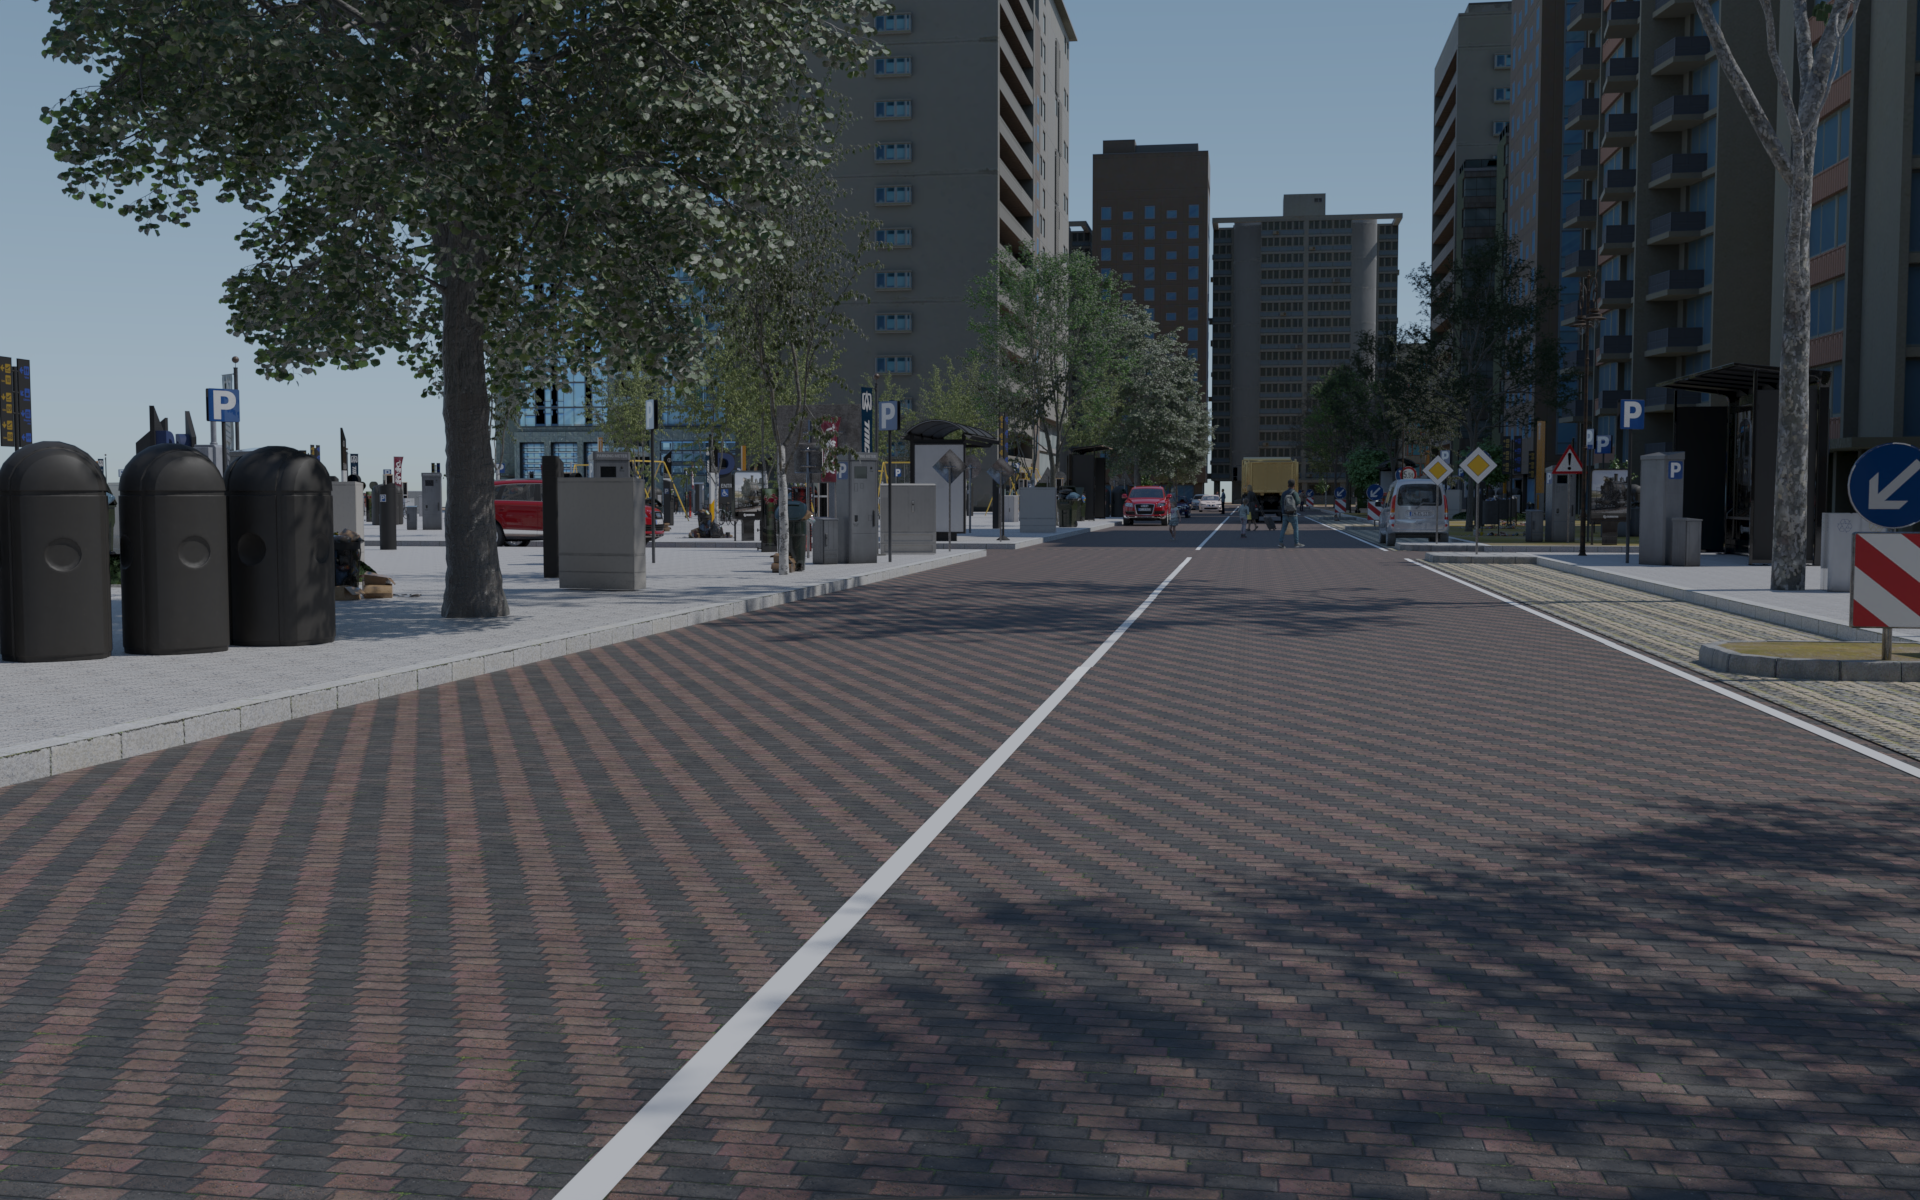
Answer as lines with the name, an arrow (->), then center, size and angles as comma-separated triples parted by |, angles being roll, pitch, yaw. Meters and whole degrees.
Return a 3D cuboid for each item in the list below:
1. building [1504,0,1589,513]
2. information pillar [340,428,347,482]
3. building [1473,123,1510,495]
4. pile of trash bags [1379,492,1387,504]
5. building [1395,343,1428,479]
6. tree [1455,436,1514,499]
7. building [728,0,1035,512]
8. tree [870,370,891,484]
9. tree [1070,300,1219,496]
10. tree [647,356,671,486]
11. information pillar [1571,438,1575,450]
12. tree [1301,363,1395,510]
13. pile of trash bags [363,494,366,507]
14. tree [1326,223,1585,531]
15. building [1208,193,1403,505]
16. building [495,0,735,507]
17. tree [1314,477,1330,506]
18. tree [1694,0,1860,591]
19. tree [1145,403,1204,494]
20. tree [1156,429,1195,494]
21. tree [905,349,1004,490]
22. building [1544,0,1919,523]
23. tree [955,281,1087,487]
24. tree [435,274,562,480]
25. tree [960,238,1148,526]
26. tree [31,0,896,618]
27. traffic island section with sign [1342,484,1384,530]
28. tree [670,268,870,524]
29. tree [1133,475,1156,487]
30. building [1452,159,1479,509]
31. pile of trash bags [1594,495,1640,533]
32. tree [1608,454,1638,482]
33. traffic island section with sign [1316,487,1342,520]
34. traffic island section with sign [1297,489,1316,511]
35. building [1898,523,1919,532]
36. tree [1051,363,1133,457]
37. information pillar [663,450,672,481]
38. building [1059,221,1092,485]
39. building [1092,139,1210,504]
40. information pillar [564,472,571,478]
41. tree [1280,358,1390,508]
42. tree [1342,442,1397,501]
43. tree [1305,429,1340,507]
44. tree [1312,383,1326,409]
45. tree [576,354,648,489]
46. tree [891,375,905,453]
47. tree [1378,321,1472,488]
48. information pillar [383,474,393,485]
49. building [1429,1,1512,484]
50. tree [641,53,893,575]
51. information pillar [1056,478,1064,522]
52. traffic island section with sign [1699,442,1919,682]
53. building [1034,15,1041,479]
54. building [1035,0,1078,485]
building -> 46.955, -28.892, 122.497 | 14.600, 45.320, 14.200 | 1, 4, 9
information pillar -> -21.786, -4.275, 61.250 | 0.183, 3.616, 0.504 | 0, 4, -6
building -> 49.208, -22.336, 136.898 | 14.160, 30.474, 14.107 | 1, 4, 9
pile of trash bags -> 23.240, -5.130, 93.620 | 1.912, 1.369, 3.447 | 1, 4, 22
building -> 70.536, -22.986, 220.868 | 28.899, 21.520, 27.650 | 1, 4, 9
tree -> 29.451, -6.928, 96.993 | 4.285, 4.588, 4.351 | 0, 3, 0
building -> -6.106, -31.215, 134.074 | 21.300, 48.544, 21.600 | 1, 4, 9
tree -> -4.855, -9.289, 102.241 | 4.737, 8.622, 4.395 | 0, 3, 0
tree -> 11.689, -12.616, 112.935 | 9.857, 13.997, 8.962 | 0, 3, 0
tree -> -9.035, -6.934, 63.735 | 4.737, 8.622, 4.395 | 0, 3, 0
information pillar -> 25.437, -4.934, 72.022 | 0.183, 3.616, 0.504 | 1, 4, 10
tree -> 30.612, -12.861, 136.025 | 9.928, 11.665, 9.643 | 0, 3, 0
pile of trash bags -> -35.773, -5.586, 101.089 | 1.912, 1.369, 3.447 | 3, 4, 38
tree -> 17.801, -7.629, 59.145 | 7.601, 10.594, 8.767 | 0, 4, -8
building -> 44.812, -32.716, 226.793 | 23.993, 40.220, 32.217 | 1, 4, 9
building -> -32.860, -53.106, 180.952 | 31.000, 86.520, 22.319 | 1, 4, 9
tree -> 39.965, -12.056, 191.719 | 1.663, 3.219, 1.824 | 0, 3, 0
tree -> 10.072, -10.262, 23.675 | 12.611, 20.169, 13.585 | 0, 3, 0
tree -> 21.163, -14.810, 176.550 | 7.601, 10.594, 8.767 | -1, 4, -12
tree -> 20.301, -13.148, 165.335 | 4.737, 8.622, 4.395 | 0, 3, 0
tree -> 0.298, -8.412, 87.899 | 4.737, 8.622, 4.395 | 0, 3, 0
building -> 47.369, -27.223, 99.715 | 22.147, 44.769, 28.867 | 1, 4, 9
tree -> 2.296, -6.685, 59.655 | 4.360, 8.622, 3.978 | 0, 3, 0
tree -> -14.239, -6.280, 53.038 | 4.360, 8.622, 3.978 | 0, 3, 0
tree -> 3.793, -8.813, 69.850 | 9.928, 11.665, 9.643 | 0, 3, 0
tree -> -5.053, -6.793, 17.726 | 9.857, 13.997, 8.962 | 0, 3, 0
traffic island section with sign -> 16.474, -3.718, 69.413 | 1.989, 1.847, 2.006 | 1, 4, 9
tree -> -6.104, -6.483, 56.358 | 4.737, 8.622, 4.395 | 0, 3, 0
tree -> 14.055, -8.416, 132.210 | 1.663, 3.219, 1.824 | 0, 3, 0
building -> 50.158, -23.200, 151.016 | 14.160, 30.474, 14.107 | 1, 4, 9
pile of trash bags -> 21.846, -2.810, 55.698 | 1.912, 1.369, 3.447 | -3, 5, -42
tree -> 31.545, -5.443, 83.596 | 1.663, 3.219, 1.824 | 0, 3, 0
traffic island section with sign -> 20.931, -5.344, 95.999 | 1.989, 1.847, 2.006 | 1, 4, 9
traffic island section with sign -> 29.153, -8.340, 144.992 | 1.989, 1.847, 2.006 | 1, 4, 9
building -> 43.012, -24.758, 59.422 | 28.867, 44.769, 22.147 | 1, 4, 9
tree -> 7.234, -8.793, 94.122 | 4.737, 8.622, 4.395 | 0, 3, 0
information pillar -> -15.401, -6.114, 91.321 | 0.504, 3.616, 0.183 | -3, 4, -36
building -> 6.529, -33.091, 232.925 | 23.993, 40.220, 32.217 | 1, 4, 9
building -> 24.555, -34.935, 221.301 | 14.200, 45.320, 14.600 | 1, 4, 9
information pillar -> -13.347, -3.322, 58.810 | 0.304, 2.012, 0.304 | -1, 4, -11
tree -> 33.903, -14.997, 155.575 | 12.009, 13.543, 11.850 | 0, 3, 0
tree -> 24.694, -7.396, 104.634 | 4.285, 4.588, 4.351 | 0, 3, 0
tree -> 37.525, -13.957, 178.553 | 4.737, 8.622, 4.395 | 0, 3, 0
tree -> 22.770, -9.535, 90.314 | 8.767, 10.594, 7.601 | 0, 4, 7
tree -> -13.863, -7.531, 73.490 | 4.737, 8.622, 4.395 | 0, 3, 0
tree -> -0.858, -9.010, 97.668 | 4.737, 8.622, 4.395 | 0, 3, 0
tree -> 19.689, -7.510, 73.145 | 4.360, 8.622, 3.978 | 0, 3, 0
information pillar -> -21.377, -3.687, 64.781 | 0.304, 2.012, 0.304 | -3, 4, -39
building -> 57.629, -33.262, 167.536 | 21.300, 48.544, 21.600 | 1, 4, 9
tree -> -2.888, -4.689, 27.026 | 4.360, 8.622, 3.978 | 0, 3, 0
information pillar -> 4.591, -4.610, 79.873 | 0.304, 2.012, 0.304 | 1, 4, 15
traffic island section with sign -> 7.182, -0.333, 14.069 | 1.989, 1.847, 2.006 | 1, 4, 9
building -> -0.714, -30.661, 151.418 | 14.600, 45.320, 14.200 | 1, 4, 9
building -> -3.324, -35.823, 174.944 | 27.495, 52.752, 28.713 | 1, 4, 9
